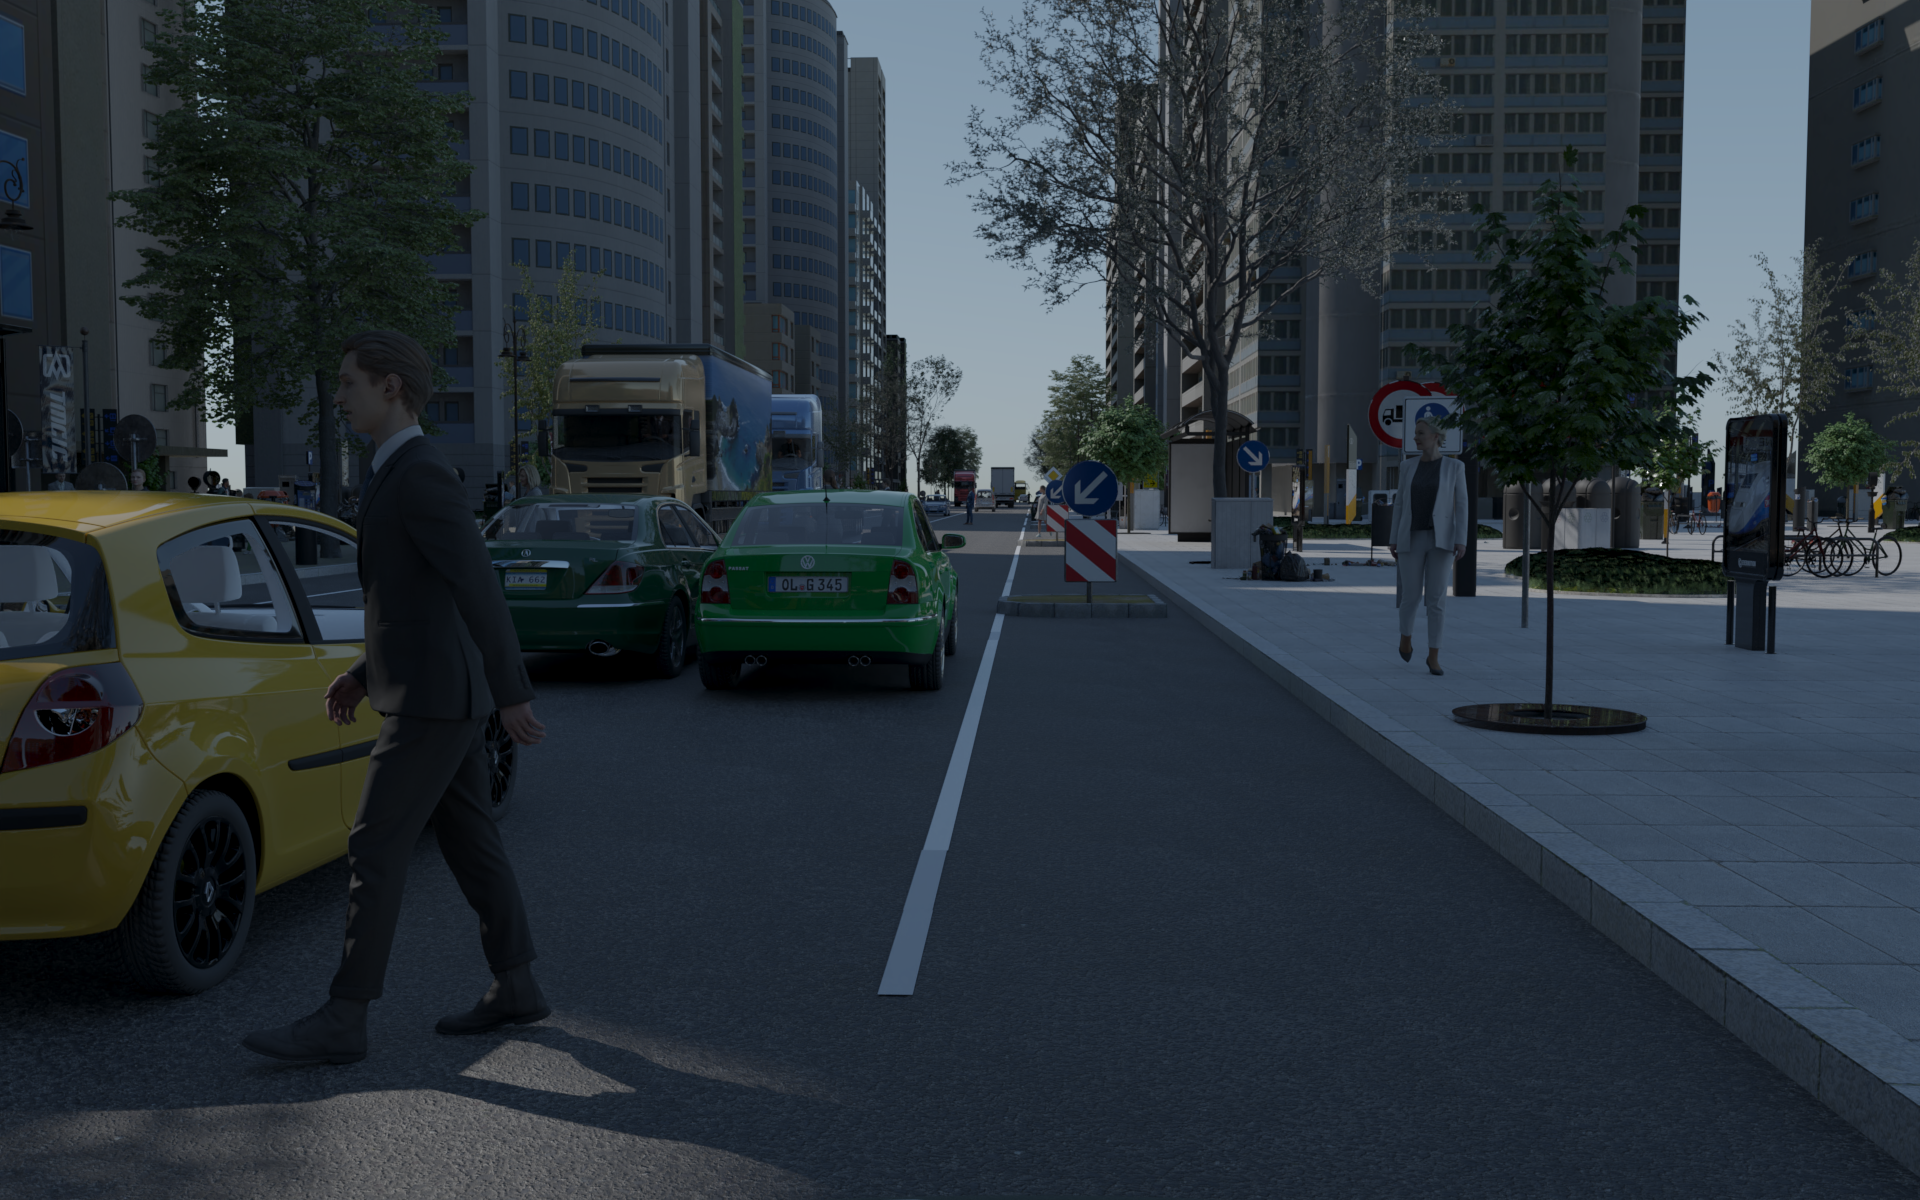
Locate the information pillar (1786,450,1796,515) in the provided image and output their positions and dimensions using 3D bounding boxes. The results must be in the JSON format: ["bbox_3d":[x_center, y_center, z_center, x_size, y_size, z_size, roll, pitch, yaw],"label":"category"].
[{"bbox_3d":[44.283,-6.174,92.302,0.504,3.616,0.183,0,4,4],"label":"information pillar"}]

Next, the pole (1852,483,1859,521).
[{"bbox_3d":[41.907,-5.330,80.993,0.158,3.312,0.155,0,3,0],"label":"pole"}]

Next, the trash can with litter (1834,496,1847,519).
[{"bbox_3d":[44.910,-4.693,88.115,0.624,1.170,1.055,3,5,39],"label":"trash can with litter"}]

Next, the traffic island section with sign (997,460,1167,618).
[{"bbox_3d":[1.449,-0.758,21.025,1.989,1.847,2.006,0,4,2],"label":"traffic island section with sign"}]

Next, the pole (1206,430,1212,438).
[{"bbox_3d":[7.946,-3.764,55.388,0.158,3.312,0.155,0,3,0],"label":"pole"}]

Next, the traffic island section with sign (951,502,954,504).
[{"bbox_3d":[-0.311,-15.593,263.573,1.989,1.847,2.006,0,4,2],"label":"traffic island section with sign"}]

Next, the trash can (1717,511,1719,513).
[{"bbox_3d":[51.569,-6.530,118.417,0.748,1.137,0.748,0,3,0],"label":"trash can"}]

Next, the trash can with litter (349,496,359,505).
[{"bbox_3d":[-20.243,-2.956,59.386,2.233,1.210,1.678,-2,4,-25],"label":"trash can with litter"}]

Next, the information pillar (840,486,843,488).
[{"bbox_3d":[-10.386,-8.961,151.002,0.304,2.012,0.304,2,4,28],"label":"information pillar"}]

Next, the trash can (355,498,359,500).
[{"bbox_3d":[-23.003,-3.372,66.784,0.748,1.137,0.748,0,3,0],"label":"trash can"}]

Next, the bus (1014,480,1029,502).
[{"bbox_3d":[10.743,-19.412,308.930,2.896,3.916,12.252,0,4,4],"label":"bus"}]

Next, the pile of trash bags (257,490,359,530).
[{"bbox_3d":[-16.115,-2.089,43.904,1.912,1.369,3.447,3,5,43],"label":"pile of trash bags"}]

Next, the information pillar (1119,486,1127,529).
[{"bbox_3d":[6.048,-3.605,63.441,0.304,2.012,0.304,-3,5,-40],"label":"information pillar"}]

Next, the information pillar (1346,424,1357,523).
[{"bbox_3d":[13.177,-4.097,58.334,0.504,3.616,0.183,-3,5,-44],"label":"information pillar"}]

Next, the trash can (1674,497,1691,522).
[{"bbox_3d":[33.074,-4.140,79.346,0.748,1.137,0.748,0,3,0],"label":"trash can"}]

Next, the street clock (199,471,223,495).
[{"bbox_3d":[-23.112,-2.995,53.544,0.358,2.002,0.471,2,4,31],"label":"street clock"}]

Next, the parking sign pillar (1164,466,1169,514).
[{"bbox_3d":[13.224,-7.216,106.456,1.447,3.967,1.447,0,4,-4],"label":"parking sign pillar"}]

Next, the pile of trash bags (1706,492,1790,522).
[{"bbox_3d":[35.998,-4.265,79.486,3.447,1.369,1.912,0,4,-2],"label":"pile of trash bags"}]

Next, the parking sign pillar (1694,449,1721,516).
[{"bbox_3d":[44.160,-6.957,102.214,1.447,3.967,1.447,1,4,8],"label":"parking sign pillar"}]

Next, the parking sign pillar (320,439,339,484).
[{"bbox_3d":[-30.823,-5.884,84.669,1.447,3.967,1.447,0,4,3],"label":"parking sign pillar"}]

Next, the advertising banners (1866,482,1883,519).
[{"bbox_3d":[46.323,-5.597,87.694,2.074,3.025,0.090,-3,4,-36],"label":"advertising banners"}]

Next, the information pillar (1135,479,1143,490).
[{"bbox_3d":[8.396,-4.696,81.275,0.304,2.012,0.304,-3,5,-43],"label":"information pillar"}]

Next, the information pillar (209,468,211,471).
[{"bbox_3d":[-67.383,-10.051,155.692,0.183,3.616,0.504,0,4,-8],"label":"information pillar"}]

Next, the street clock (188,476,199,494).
[{"bbox_3d":[-31.482,-4.080,71.271,0.471,2.002,0.358,0,4,-5],"label":"street clock"}]

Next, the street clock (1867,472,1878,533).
[{"bbox_3d":[30.166,-3.224,57.278,0.358,2.002,0.471,1,4,18],"label":"street clock"}]

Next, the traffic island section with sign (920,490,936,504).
[{"bbox_3d":[-3.825,-10.525,180.712,1.989,1.847,2.006,0,4,2],"label":"traffic island section with sign"}]

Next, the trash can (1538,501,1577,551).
[{"bbox_3d":[12.218,-1.455,35.451,0.748,1.137,0.748,0,3,0],"label":"trash can"}]

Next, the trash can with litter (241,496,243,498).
[{"bbox_3d":[-55.780,-7.485,133.766,1.055,1.170,0.624,-1,4,-11],"label":"trash can with litter"}]

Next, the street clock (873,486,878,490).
[{"bbox_3d":[-7.506,-9.219,155.299,0.471,2.002,0.358,3,4,36],"label":"street clock"}]

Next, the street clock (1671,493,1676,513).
[{"bbox_3d":[48.211,-6.876,116.992,0.471,2.002,0.358,-1,4,-12],"label":"street clock"}]

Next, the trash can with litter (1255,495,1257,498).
[{"bbox_3d":[22.096,-7.187,128.567,1.678,1.210,2.233,2,4,27],"label":"trash can with litter"}]

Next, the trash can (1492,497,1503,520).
[{"bbox_3d":[26.847,-4.566,86.303,0.748,1.137,0.748,0,3,0],"label":"trash can"}]

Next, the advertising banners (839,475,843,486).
[{"bbox_3d":[-11.265,-9.691,154.633,2.074,3.025,0.090,-2,4,-33],"label":"advertising banners"}]

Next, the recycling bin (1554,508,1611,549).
[{"bbox_3d":[10.941,-1.099,30.524,0.722,1.027,0.722,-1,4,-23],"label":"recycling bin"}]

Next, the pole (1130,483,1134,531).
[{"bbox_3d":[5.987,-4.074,60.449,0.158,3.312,0.155,0,3,0],"label":"pole"}]

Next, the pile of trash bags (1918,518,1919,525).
[{"bbox_3d":[30.196,-2.547,51.399,1.912,1.369,3.447,-2,4,-27],"label":"pile of trash bags"}]

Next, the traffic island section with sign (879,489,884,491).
[{"bbox_3d":[-5.929,-7.481,130.945,1.989,1.847,2.006,0,4,2],"label":"traffic island section with sign"}]

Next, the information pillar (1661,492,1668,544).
[{"bbox_3d":[18.212,-3.258,44.615,0.183,3.616,0.504,1,4,22],"label":"information pillar"}]

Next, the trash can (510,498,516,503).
[{"bbox_3d":[-17.623,-3.409,67.388,0.748,1.137,0.748,0,3,0],"label":"trash can"}]

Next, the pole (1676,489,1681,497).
[{"bbox_3d":[35.298,-5.579,85.061,0.158,3.312,0.155,0,3,0],"label":"pole"}]

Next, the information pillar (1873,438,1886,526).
[{"bbox_3d":[37.281,-4.825,70.248,0.183,3.616,0.504,-1,4,-18],"label":"information pillar"}]

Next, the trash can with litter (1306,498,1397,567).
[{"bbox_3d":[7.253,-1.230,31.173,2.233,1.210,1.678,0,4,1],"label":"trash can with litter"}]

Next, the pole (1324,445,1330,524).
[{"bbox_3d":[15.210,-4.769,71.821,0.158,3.312,0.155,0,3,0],"label":"pole"}]

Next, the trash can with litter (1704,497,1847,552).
[{"bbox_3d":[18.229,-1.693,38.734,1.678,1.210,2.233,-3,4,-37],"label":"trash can with litter"}]

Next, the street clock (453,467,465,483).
[{"bbox_3d":[-14.814,-2.806,50.442,0.471,2.002,0.358,-3,5,-40],"label":"street clock"}]

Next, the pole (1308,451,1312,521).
[{"bbox_3d":[16.520,-5.376,81.748,0.158,3.312,0.155,0,3,0],"label":"pole"}]

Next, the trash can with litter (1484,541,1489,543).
[{"bbox_3d":[12.739,-2.108,45.515,2.233,1.210,1.678,2,4,33],"label":"trash can with litter"}]

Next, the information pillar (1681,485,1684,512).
[{"bbox_3d":[48.718,-7.671,116.783,0.183,3.616,0.504,0,4,5],"label":"information pillar"}]

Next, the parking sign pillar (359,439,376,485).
[{"bbox_3d":[-28.498,-5.823,83.674,1.447,3.967,1.447,3,5,40],"label":"parking sign pillar"}]

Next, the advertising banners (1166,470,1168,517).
[{"bbox_3d":[11.807,-6.235,98.125,0.090,3.025,2.074,1,4,13],"label":"advertising banners"}]

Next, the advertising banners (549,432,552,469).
[{"bbox_3d":[-11.409,-3.261,49.505,0.090,3.025,2.074,0,4,5],"label":"advertising banners"}]

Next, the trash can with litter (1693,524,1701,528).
[{"bbox_3d":[28.932,-3.373,66.201,2.233,1.210,1.678,1,4,22],"label":"trash can with litter"}]

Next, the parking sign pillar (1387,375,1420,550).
[{"bbox_3d":[10.611,-3.144,39.884,1.447,3.967,1.447,3,4,36],"label":"parking sign pillar"}]
